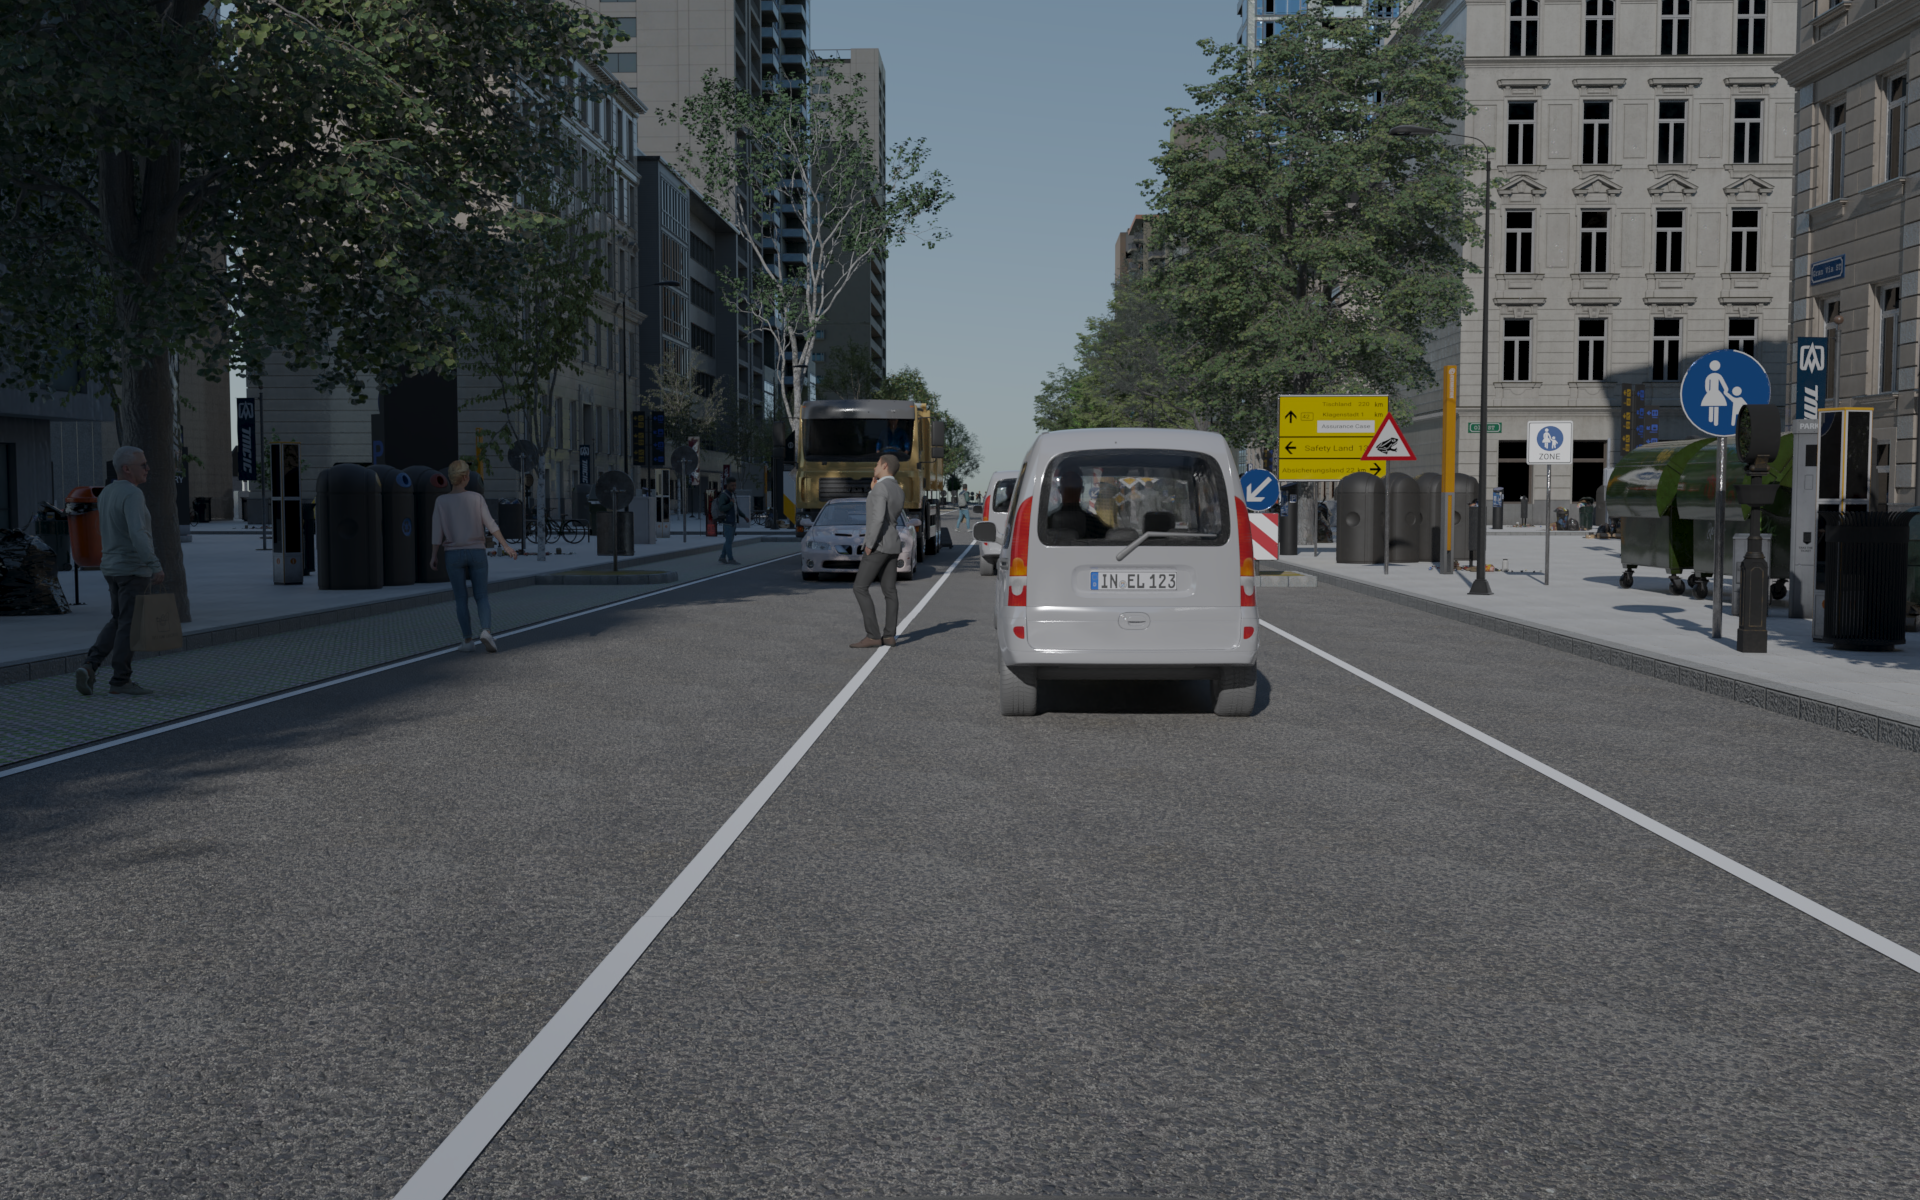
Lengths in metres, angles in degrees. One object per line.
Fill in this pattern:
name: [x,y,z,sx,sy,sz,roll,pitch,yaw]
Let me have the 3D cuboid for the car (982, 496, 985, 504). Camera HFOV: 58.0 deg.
car: [4.124,-14.015,241.510,2.083,1.381,4.827,0,4,1]

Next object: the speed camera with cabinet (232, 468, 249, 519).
speed camera with cabinet: [-37.846,-5.906,90.905,0.660,3.252,2.038,-3,4,-36]

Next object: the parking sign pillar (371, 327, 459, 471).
parking sign pillar: [-8.677,-2.393,27.600,1.447,3.967,1.447,3,5,42]

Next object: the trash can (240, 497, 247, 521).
trash can: [-33.421,-4.264,81.376,0.748,1.137,0.748,0,3,0]

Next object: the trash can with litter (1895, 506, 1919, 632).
trash can with litter: [9.097,-0.307,16.400,0.624,1.170,1.055,3,5,42]

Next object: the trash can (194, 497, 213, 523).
trash can: [-33.721,-4.010,77.223,0.748,1.137,0.748,0,3,0]

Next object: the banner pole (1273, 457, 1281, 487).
banner pole: [18.949,-6.952,103.677,0.863,3.779,0.401,0,4,4]

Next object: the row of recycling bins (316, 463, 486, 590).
row of recycling bins: [-7.967,-1.079,24.748,1.069,1.692,3.534,1,4,15]

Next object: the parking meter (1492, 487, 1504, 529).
parking meter: [19.534,-3.332,62.888,0.372,1.533,0.369,0,3,0]

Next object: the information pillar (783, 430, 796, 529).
information pillar: [-6.234,-4.410,63.464,0.504,3.616,0.183,2,4,26]

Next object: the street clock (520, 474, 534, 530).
street clock: [-15.435,-3.498,61.758,0.358,2.002,0.471,2,4,30]

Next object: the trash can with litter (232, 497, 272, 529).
trash can with litter: [-25.713,-3.244,64.097,2.233,1.210,1.678,-1,4,-11]

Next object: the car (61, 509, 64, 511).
car: [-27.824,-2.937,57.056,4.494,1.783,2.155,0,4,3]

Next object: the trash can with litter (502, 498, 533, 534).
trash can with litter: [-13.629,-2.550,53.079,1.055,1.170,0.624,1,4,12]

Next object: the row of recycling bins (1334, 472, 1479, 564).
row of recycling bins: [8.561,-1.572,32.809,3.534,1.692,1.069,-2,4,-35]

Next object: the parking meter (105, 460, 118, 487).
parking meter: [-12.631,-1.248,26.113,0.399,1.863,0.255,0,4,-3]

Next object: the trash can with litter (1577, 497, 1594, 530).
trash can with litter: [22.457,-3.118,62.366,0.624,1.170,1.055,1,4,10]

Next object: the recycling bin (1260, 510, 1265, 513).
recycling bin: [14.270,-4.145,80.325,0.722,1.027,0.722,2,4,26]

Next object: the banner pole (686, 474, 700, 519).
banner pole: [-13.489,-5.985,87.865,0.863,3.779,0.401,0,4,-6]

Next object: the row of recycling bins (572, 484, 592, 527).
row of recycling bins: [-15.122,-3.828,69.702,1.069,1.692,3.534,-1,4,-13]

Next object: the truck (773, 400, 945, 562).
truck: [-1.890,-2.604,38.503,3.469,3.379,9.791,0,4,2]

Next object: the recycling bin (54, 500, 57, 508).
recycling bin: [-61.120,-6.336,116.151,0.722,1.027,0.722,-1,4,-11]

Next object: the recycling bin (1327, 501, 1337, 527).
recycling bin: [14.752,-3.351,67.346,0.722,1.027,0.722,-2,4,-26]

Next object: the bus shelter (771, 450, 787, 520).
bus shelter: [-8.351,-5.929,88.215,1.731,3.624,6.357,0,4,2]

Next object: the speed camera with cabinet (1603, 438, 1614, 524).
speed camera with cabinet: [22.883,-4.040,60.383,0.660,3.252,2.038,1,4,13]

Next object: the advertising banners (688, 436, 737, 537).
advertising banners: [-7.464,-3.418,52.070,2.074,3.025,0.090,3,5,40]

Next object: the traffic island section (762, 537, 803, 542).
traffic island section: [-4.863,-1.865,52.777,2.009,0.180,2.903,0,4,2]

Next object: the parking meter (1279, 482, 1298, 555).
parking meter: [6.900,-1.708,36.341,0.372,1.533,0.369,0,3,0]

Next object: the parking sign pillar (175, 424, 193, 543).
parking sign pillar: [-21.153,-3.508,45.834,1.447,3.967,1.447,3,5,43]

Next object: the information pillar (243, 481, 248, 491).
information pillar: [-49.292,-7.836,119.473,0.183,3.616,0.504,0,4,6]

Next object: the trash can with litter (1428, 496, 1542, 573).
trash can with litter: [8.697,-1.115,29.287,1.678,1.210,2.233,0,4,-6]

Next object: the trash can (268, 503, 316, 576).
trash can: [-10.458,-0.951,27.194,0.748,1.137,0.748,0,3,0]

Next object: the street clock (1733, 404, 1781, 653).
street clock: [6.429,-0.577,14.003,0.358,2.002,0.471,1,4,10]

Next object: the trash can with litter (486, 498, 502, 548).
trash can with litter: [-11.501,-1.812,41.016,0.624,1.170,1.055,2,4,24]

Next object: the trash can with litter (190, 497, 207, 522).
trash can with litter: [-34.634,-4.100,78.430,1.055,1.170,0.624,2,4,28]

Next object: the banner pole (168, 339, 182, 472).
banner pole: [-10.957,-2.083,24.075,0.401,3.779,0.863,0,4,-6]

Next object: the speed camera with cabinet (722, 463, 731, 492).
speed camera with cabinet: [-14.374,-7.055,109.686,0.660,3.252,2.038,1,4,21]

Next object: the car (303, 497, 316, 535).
car: [-19.736,-2.885,57.397,3.980,1.641,2.015,0,4,3]

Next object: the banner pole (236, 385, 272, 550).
banner pole: [-16.113,-3.027,39.508,0.863,3.779,0.401,1,4,11]

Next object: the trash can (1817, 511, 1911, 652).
trash can: [7.470,-0.161,14.284,0.748,1.137,0.748,0,3,0]

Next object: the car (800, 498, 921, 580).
car: [-1.707,-1.095,30.267,2.083,1.381,4.827,0,4,0]

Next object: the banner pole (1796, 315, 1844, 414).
banner pole: [12.081,-2.099,24.334,0.863,3.779,0.401,-1,4,-9]

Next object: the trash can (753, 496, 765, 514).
trash can: [-12.683,-5.964,109.159,0.748,1.137,0.748,0,3,0]

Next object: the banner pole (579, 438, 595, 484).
banner pole: [-16.549,-5.333,77.209,0.863,3.779,0.401,-1,4,-12]

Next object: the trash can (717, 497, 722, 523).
trash can: [-10.405,-3.946,76.166,0.748,1.137,0.748,0,3,0]

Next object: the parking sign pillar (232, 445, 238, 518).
parking sign pillar: [-40.104,-6.525,95.163,1.447,3.967,1.447,0,4,2]

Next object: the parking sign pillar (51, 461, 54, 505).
parking sign pillar: [-57.576,-7.284,107.570,1.447,3.967,1.447,1,4,23]

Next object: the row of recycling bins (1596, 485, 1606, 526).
row of recycling bins: [26.245,-3.716,67.868,1.069,1.692,3.534,-1,4,-19]

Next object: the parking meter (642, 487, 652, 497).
parking meter: [-11.759,-3.467,65.097,0.372,1.533,0.369,0,3,0]

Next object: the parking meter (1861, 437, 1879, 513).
parking meter: [7.866,-0.588,15.329,0.399,1.863,0.255,0,4,-8]

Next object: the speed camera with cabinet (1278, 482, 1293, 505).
speed camera with cabinet: [15.215,-5.354,81.877,2.038,3.252,0.660,-1,4,-12]

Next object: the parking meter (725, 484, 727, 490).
parking meter: [-13.113,-5.661,98.270,0.255,1.863,0.399,-3,5,-40]

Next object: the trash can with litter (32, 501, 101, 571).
trash can with litter: [-14.894,-1.076,28.977,1.055,1.170,0.624,-3,4,-38]

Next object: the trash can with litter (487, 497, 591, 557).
trash can with litter: [-8.996,-1.542,36.271,2.233,1.210,1.678,-3,4,-37]

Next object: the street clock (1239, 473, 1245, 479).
street clock: [9.844,-3.388,59.972,0.358,2.002,0.471,-2,4,-35]
